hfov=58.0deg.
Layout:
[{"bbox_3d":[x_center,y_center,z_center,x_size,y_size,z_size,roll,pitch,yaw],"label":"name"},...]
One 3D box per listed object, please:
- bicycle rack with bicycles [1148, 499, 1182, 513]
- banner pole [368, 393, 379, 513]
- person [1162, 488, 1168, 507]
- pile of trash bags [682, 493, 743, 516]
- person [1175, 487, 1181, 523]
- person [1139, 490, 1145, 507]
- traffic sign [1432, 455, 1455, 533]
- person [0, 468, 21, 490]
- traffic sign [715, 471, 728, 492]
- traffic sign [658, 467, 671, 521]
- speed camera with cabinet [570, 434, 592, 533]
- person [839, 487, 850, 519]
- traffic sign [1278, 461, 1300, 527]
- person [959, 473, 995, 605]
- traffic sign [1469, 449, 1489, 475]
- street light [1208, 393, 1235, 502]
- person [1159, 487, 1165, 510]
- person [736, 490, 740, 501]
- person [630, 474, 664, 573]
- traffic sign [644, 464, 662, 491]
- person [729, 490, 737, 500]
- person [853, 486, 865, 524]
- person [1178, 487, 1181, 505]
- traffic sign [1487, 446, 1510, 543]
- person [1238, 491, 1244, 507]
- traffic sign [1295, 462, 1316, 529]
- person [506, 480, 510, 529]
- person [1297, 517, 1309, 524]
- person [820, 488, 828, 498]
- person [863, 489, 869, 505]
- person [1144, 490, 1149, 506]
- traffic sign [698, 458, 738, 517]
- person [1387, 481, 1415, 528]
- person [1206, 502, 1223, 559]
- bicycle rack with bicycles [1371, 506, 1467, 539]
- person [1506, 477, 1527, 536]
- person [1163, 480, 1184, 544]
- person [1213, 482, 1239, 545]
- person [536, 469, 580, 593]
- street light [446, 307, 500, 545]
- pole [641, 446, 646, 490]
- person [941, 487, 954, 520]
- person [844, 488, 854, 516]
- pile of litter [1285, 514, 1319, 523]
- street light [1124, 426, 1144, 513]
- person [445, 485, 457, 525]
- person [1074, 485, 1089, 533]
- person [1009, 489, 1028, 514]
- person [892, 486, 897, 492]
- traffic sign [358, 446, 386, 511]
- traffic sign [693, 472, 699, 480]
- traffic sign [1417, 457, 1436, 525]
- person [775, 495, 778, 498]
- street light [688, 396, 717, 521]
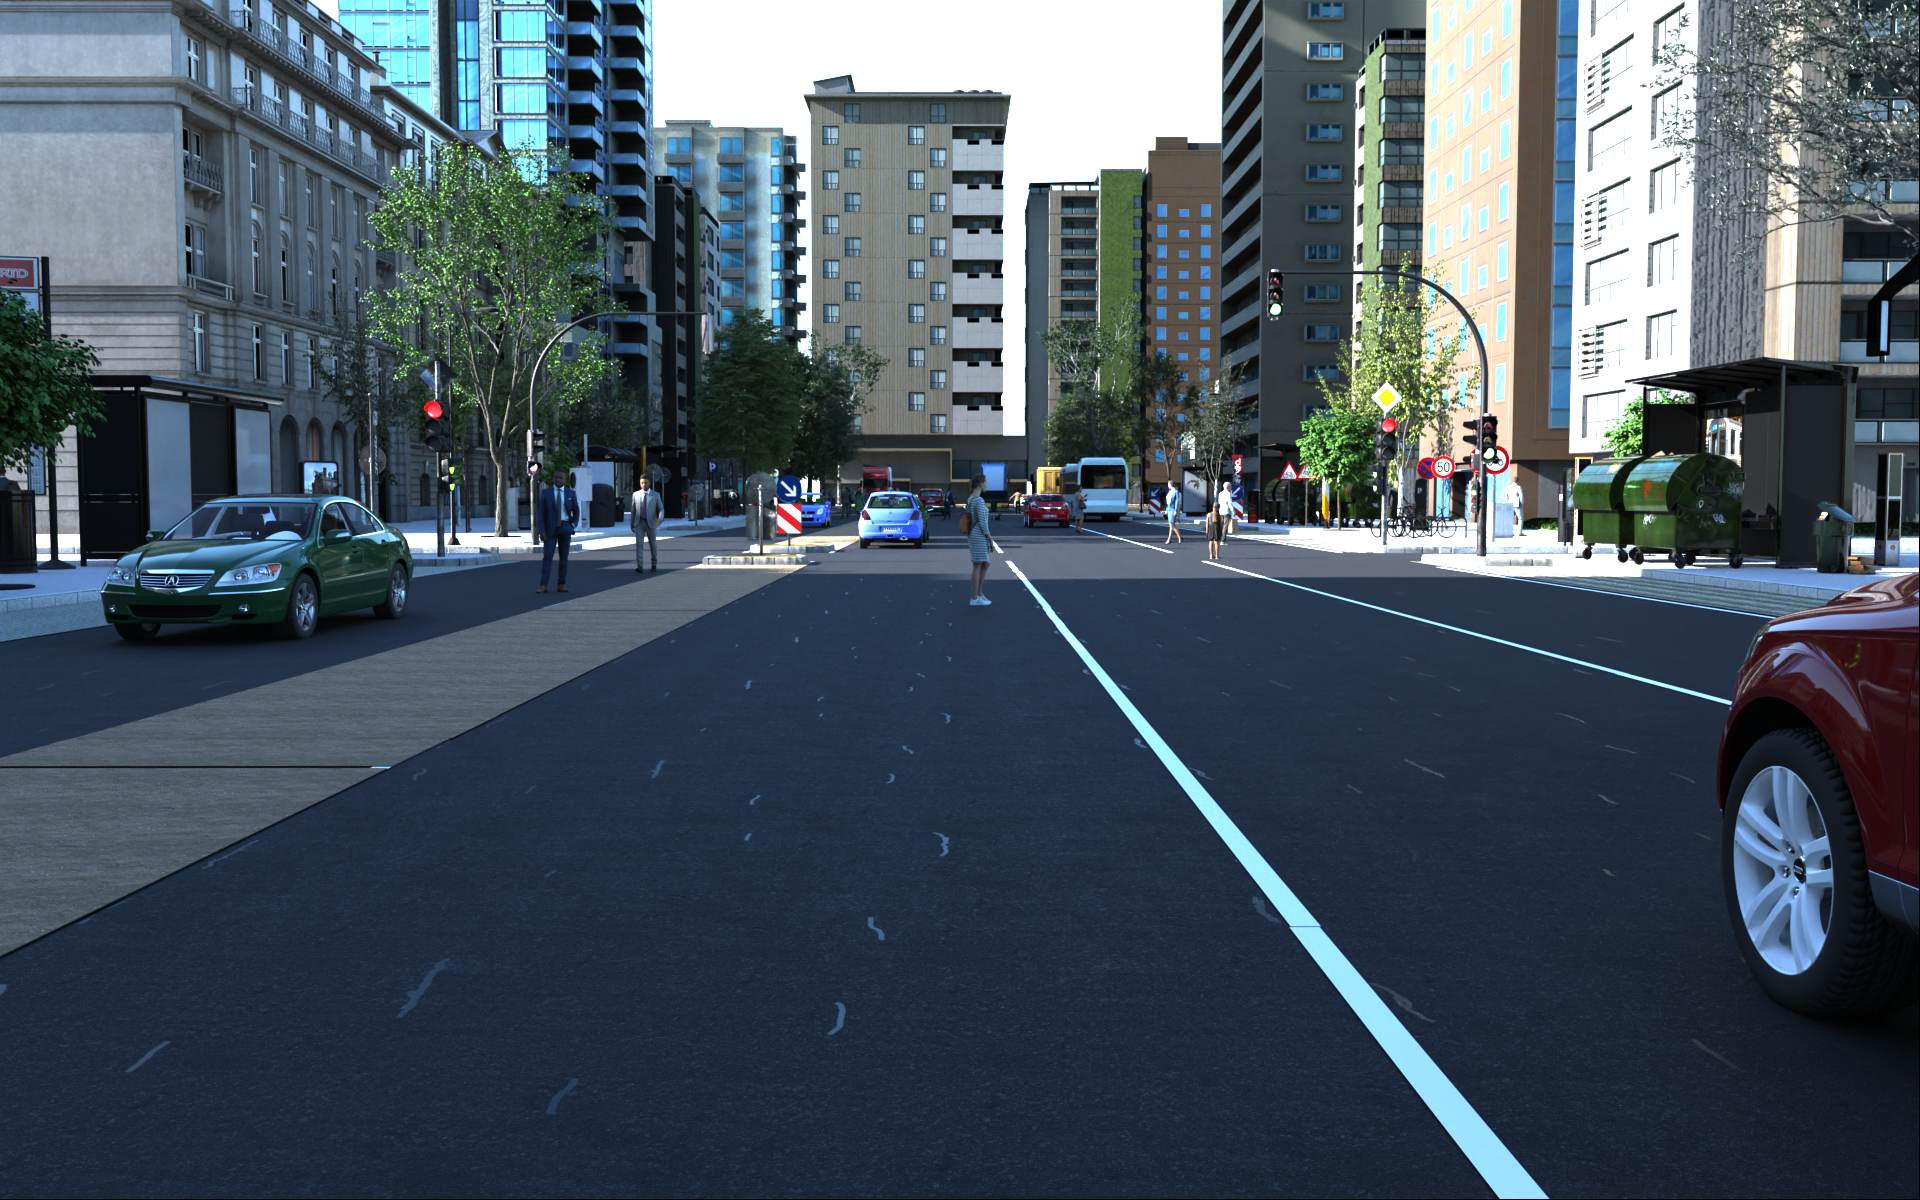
[{"bbox_3d":[14.590,-6.362,117.408,2.852,0.926,2.925,-3,5,-42],"label":"bicycle rack with bicycles"},{"bbox_3d":[-14.549,-3.244,43.057,0.401,3.779,0.863,0,4,-4],"label":"banner pole"},{"bbox_3d":[19.114,-9.573,162.570,0.705,1.822,1.348,-3,5,-40],"label":"person"},{"bbox_3d":[-14.924,-5.725,103.355,3.447,1.369,1.912,-1,4,-12],"label":"pile of trash bags"},{"bbox_3d":[10.685,-4.677,85.195,0.478,1.798,0.641,0,4,-7],"label":"person"},{"bbox_3d":[18.283,-10.200,173.735,0.530,1.710,0.541,-3,5,-40],"label":"person"},{"bbox_3d":[15.960,-3.496,57.258,0.768,2.556,0.104,0,4,6],"label":"traffic sign"},{"bbox_3d":[-17.072,-1.527,30.973,0.822,1.834,0.622,3,5,45],"label":"person"},{"bbox_3d":[-13.421,-5.959,97.529,0.768,2.556,0.104,1,4,9],"label":"traffic sign"},{"bbox_3d":[-13.992,-4.982,81.554,0.768,2.556,0.104,0,4,7],"label":"traffic sign"},{"bbox_3d":[-12.909,-3.887,57.882,0.660,3.252,2.038,-2,4,-32],"label":"speed camera with cabinet"},{"bbox_3d":[-6.714,-5.668,100.970,0.655,1.846,0.447,-2,4,-23],"label":"person"},{"bbox_3d":[12.966,-4.176,68.287,0.884,2.594,0.081,0,4,5],"label":"traffic sign"},{"bbox_3d":[0.235,-0.783,22.311,0.522,1.701,0.512,-1,4,-20],"label":"person"},{"bbox_3d":[14.024,-2.840,46.541,0.768,2.556,0.104,0,4,5],"label":"traffic sign"},{"bbox_3d":[12.041,-6.541,79.483,1.470,5.913,1.316,0,4,0],"label":"street light"},{"bbox_3d":[16.397,-8.254,141.017,0.705,1.821,1.348,-1,4,-10],"label":"person"},{"bbox_3d":[-20.649,-9.456,161.449,0.445,1.727,0.742,-2,4,-23],"label":"person"},{"bbox_3d":[-5.713,-1.396,31.603,0.678,1.792,0.850,0,4,2],"label":"person"},{"bbox_3d":[-12.873,-4.438,72.674,0.768,2.556,0.104,0,4,1],"label":"traffic sign"},{"bbox_3d":[-24.914,-11.229,189.714,1.350,1.814,0.705,2,4,26],"label":"person"},{"bbox_3d":[-4.825,-4.553,83.187,0.600,1.795,0.529,0,4,3],"label":"person"},{"bbox_3d":[18.328,-8.517,144.926,0.705,1.869,1.348,1,4,12],"label":"person"},{"bbox_3d":[14.087,-2.786,45.665,0.768,2.556,0.104,0,4,1],"label":"traffic sign"},{"bbox_3d":[20.284,-7.258,125.159,0.683,1.767,0.568,3,5,40],"label":"person"},{"bbox_3d":[12.862,-3.931,64.276,0.884,2.594,0.081,0,3,0],"label":"traffic sign"},{"bbox_3d":[-16.380,-3.462,63.007,0.624,1.780,0.694,-3,5,-43],"label":"person"},{"bbox_3d":[14.801,-4.182,74.846,0.576,1.772,0.534,3,5,41],"label":"person"},{"bbox_3d":[-7.649,-5.381,97.056,0.524,1.755,0.480,0,3,0],"label":"person"},{"bbox_3d":[-6.238,-6.339,112.542,0.834,1.777,0.661,1,4,22],"label":"person"},{"bbox_3d":[19.607,-10.618,180.364,1.217,1.743,0.721,0,4,6],"label":"person"},{"bbox_3d":[-13.720,-6.387,98.296,2.265,3.308,0.079,0,4,4],"label":"traffic sign"},{"bbox_3d":[16.681,-3.605,65.195,0.699,1.804,1.509,-1,4,-22],"label":"person"},{"bbox_3d":[5.651,-1.547,38.461,0.362,1.253,0.373,2,4,25],"label":"person"},{"bbox_3d":[13.411,-2.299,50.971,2.925,0.926,2.852,-1,4,-17],"label":"bicycle rack with bicycles"},{"bbox_3d":[16.865,-2.840,52.581,0.635,1.810,0.391,3,5,42],"label":"person"},{"bbox_3d":[6.105,-2.499,49.382,0.654,1.822,0.581,-1,4,-10],"label":"person"},{"bbox_3d":[7.483,-2.427,48.673,0.515,1.767,0.782,-2,4,-25],"label":"person"},{"bbox_3d":[-5.904,-1.019,25.335,0.721,1.800,0.419,-2,4,-29],"label":"person"},{"bbox_3d":[-12.139,-4.321,43.192,1.470,5.913,1.316,0,4,0],"label":"street light"},{"bbox_3d":[-13.472,-4.890,73.799,0.158,3.312,0.155,0,3,0],"label":"pole"},{"bbox_3d":[-0.671,-5.300,95.329,0.721,1.800,0.419,3,4,37],"label":"person"},{"bbox_3d":[-7.329,-6.410,113.289,0.794,1.824,0.713,-1,4,-9],"label":"person"},{"bbox_3d":[15.108,-3.819,76.406,1.719,0.858,1.176,-1,4,-10],"label":"pile of litter"},{"bbox_3d":[11.893,-8.930,118.550,1.470,5.913,1.316,0,4,0],"label":"street light"},{"bbox_3d":[-21.350,-4.113,73.159,0.638,1.841,0.748,2,4,30],"label":"person"},{"bbox_3d":[4.466,-3.341,63.477,0.532,1.782,0.716,0,4,-5],"label":"person"},{"bbox_3d":[4.137,-7.031,123.468,1.348,1.823,0.705,1,4,15],"label":"person"},{"bbox_3d":[-3.567,-5.087,91.518,0.795,1.843,0.661,0,4,-7],"label":"person"},{"bbox_3d":[-15.390,-2.767,45.346,0.768,2.556,0.104,0,4,8],"label":"traffic sign"},{"bbox_3d":[-14.918,-6.072,99.391,0.768,2.556,0.104,0,4,5],"label":"traffic sign"},{"bbox_3d":[16.240,-3.672,60.137,0.768,2.556,0.104,0,4,8],"label":"traffic sign"},{"bbox_3d":[-16.534,-8.856,150.920,1.350,1.814,0.705,-2,4,-25],"label":"person"},{"bbox_3d":[-12.227,-6.711,82.260,1.470,5.913,1.316,0,4,0],"label":"street light"}]
